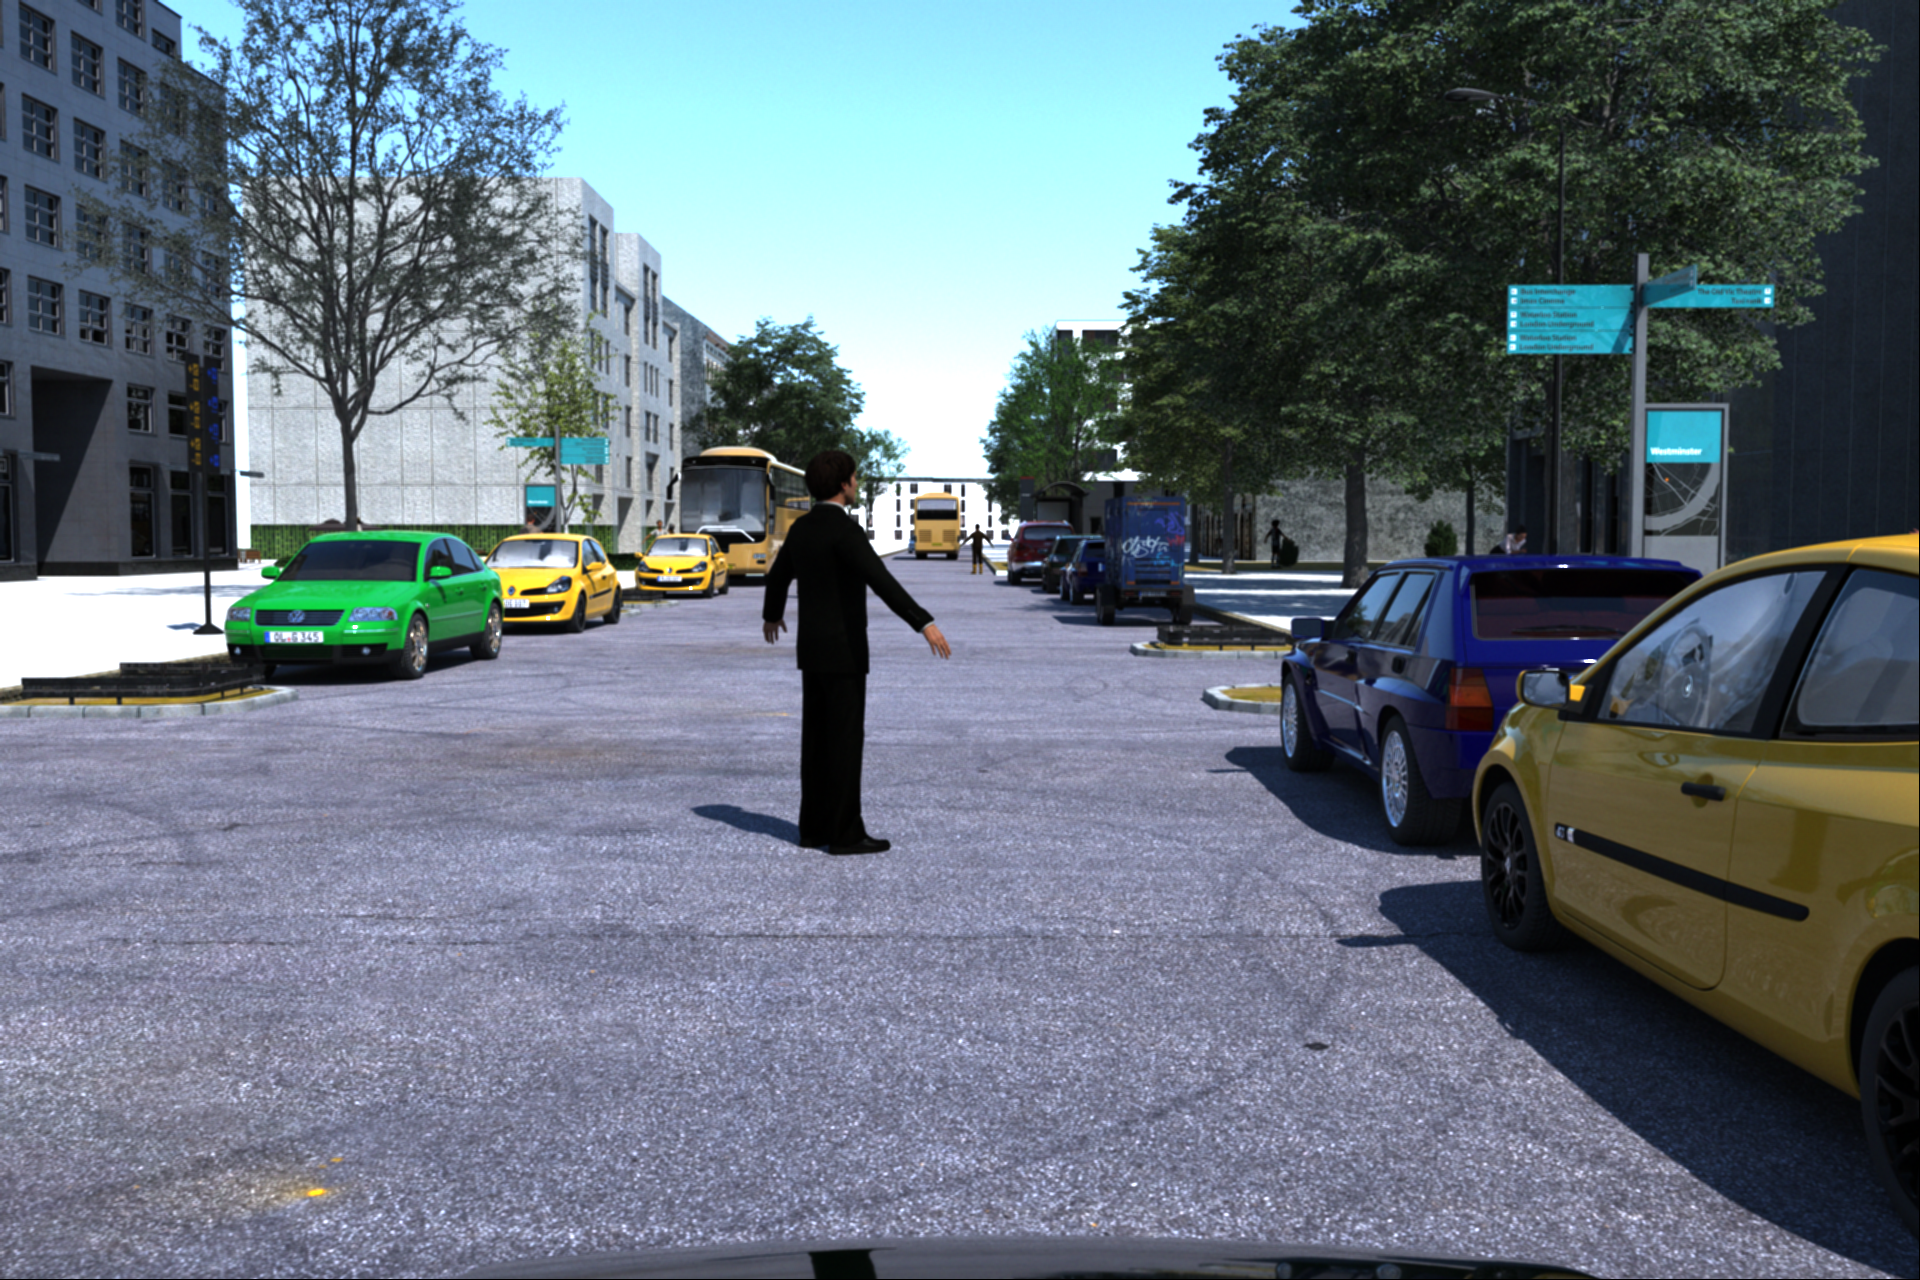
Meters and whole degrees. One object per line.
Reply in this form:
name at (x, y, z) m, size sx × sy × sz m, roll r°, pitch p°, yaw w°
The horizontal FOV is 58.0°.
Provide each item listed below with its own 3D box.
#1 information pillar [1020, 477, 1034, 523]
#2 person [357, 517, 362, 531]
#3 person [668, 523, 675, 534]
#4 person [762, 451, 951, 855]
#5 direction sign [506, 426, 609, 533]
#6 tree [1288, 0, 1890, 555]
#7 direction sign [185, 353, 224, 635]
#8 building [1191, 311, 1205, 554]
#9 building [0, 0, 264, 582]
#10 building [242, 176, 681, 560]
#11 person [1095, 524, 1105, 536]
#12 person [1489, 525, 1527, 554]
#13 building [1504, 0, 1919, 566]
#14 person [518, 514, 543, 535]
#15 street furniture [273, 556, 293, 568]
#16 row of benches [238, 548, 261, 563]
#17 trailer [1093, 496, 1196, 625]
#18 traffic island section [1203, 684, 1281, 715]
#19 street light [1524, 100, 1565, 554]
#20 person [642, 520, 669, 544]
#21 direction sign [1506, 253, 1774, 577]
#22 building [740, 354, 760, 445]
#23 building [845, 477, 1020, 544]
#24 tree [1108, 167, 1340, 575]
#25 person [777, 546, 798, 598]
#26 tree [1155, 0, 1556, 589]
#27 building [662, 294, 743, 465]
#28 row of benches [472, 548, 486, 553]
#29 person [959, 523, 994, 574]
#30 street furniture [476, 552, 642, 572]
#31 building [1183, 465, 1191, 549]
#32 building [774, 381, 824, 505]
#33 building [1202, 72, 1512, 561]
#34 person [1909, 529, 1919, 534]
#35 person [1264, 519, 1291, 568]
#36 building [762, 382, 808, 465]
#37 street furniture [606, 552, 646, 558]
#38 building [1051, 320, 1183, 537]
information pillar at (3.037, -5.455, 78.569) m, size 0.750 × 3.857 × 0.750 m, roll 0°, pitch 4°, yaw 0°
person at (-18.807, -2.929, 53.970) m, size 0.704 × 1.819 × 1.344 m, roll -2°, pitch 4°, yaw -25°
person at (-15.048, -5.186, 90.557) m, size 0.705 × 1.858 × 1.354 m, roll 0°, pitch 4°, yaw 2°
person at (-0.550, 0.048, 7.856) m, size 0.705 × 1.806 × 1.347 m, roll -3°, pitch 5°, yaw -40°
direction sign at (-9.907, -3.336, 43.312) m, size 2.525 × 3.948 × 1.411 m, roll 0°, pitch 4°, yaw 0°
tree at (9.366, -7.332, 26.528) m, size 9.857 × 13.997 × 8.962 m, roll 0°, pitch 3°, yaw 0°
direction sign at (-9.639, -1.842, 22.115) m, size 0.379 × 3.537 × 0.876 m, roll 0°, pitch 3°, yaw 0°
building at (25.091, -17.006, 108.972) m, size 19.493 × 23.208 × 18.063 m, roll 0°, pitch 4°, yaw 0°
building at (-30.331, -14.128, 49.406) m, size 11.959 × 24.771 × 22.079 m, roll 0°, pitch 3°, yaw 0°
building at (-27.183, -14.390, 101.737) m, size 16.747 × 18.905 × 31.486 m, roll 0°, pitch 4°, yaw 0°
person at (7.636, -5.362, 93.803) m, size 0.705 × 1.813 × 1.348 m, roll -3°, pitch 5°, yaw -41°
person at (9.197, -1.207, 28.974) m, size 0.799 × 1.438 × 0.628 m, roll 3°, pitch 5°, yaw 39°
building at (25.241, -14.266, 50.506) m, size 12.078 × 24.872 × 19.932 m, roll 0°, pitch 4°, yaw 0°
person at (-10.354, -2.151, 41.749) m, size 0.617 × 1.759 × 0.750 m, roll -1°, pitch 4°, yaw -12°
street furniture at (-22.865, -3.189, 67.770) m, size 5.734 × 0.657 × 10.072 m, roll 1°, pitch 4°, yaw 10°
row of benches at (-32.395, -3.830, 78.082) m, size 1.422 × 0.672 × 4.104 m, roll -3°, pitch 4°, yaw -37°
trailer at (2.905, -1.295, 28.217) m, size 1.471 × 1.999 × 3.904 m, roll 0°, pitch 4°, yaw -1°
traffic island section at (3.090, 0.506, 14.594) m, size 1.991 × 0.108 × 1.994 m, roll 0°, pitch 4°, yaw 0°
street light at (6.828, -2.794, 18.221) m, size 1.470 × 5.913 × 1.316 m, roll 0°, pitch 4°, yaw 0°
person at (-9.867, -3.073, 57.012) m, size 1.217 × 1.739 × 0.721 m, roll -1°, pitch 4°, yaw -14°
direction sign at (6.484, -1.669, 16.053) m, size 2.525 × 3.948 × 1.411 m, roll 0°, pitch 4°, yaw 1°
building at (-26.839, -19.671, 178.033) m, size 16.016 × 20.090 × 11.380 m, roll 0°, pitch 4°, yaw 0°
building at (-4.552, -18.954, 254.507) m, size 28.070 × 9.664 × 9.099 m, roll 0°, pitch 4°, yaw -8°
tree at (8.315, -8.306, 53.923) m, size 7.486 × 12.596 × 7.792 m, roll 0°, pitch 3°, yaw 0°
person at (-3.462, -1.876, 38.906) m, size 1.354 × 1.856 × 0.705 m, roll 0°, pitch 4°, yaw 4°
tree at (9.259, -8.170, 40.242) m, size 9.857 × 13.997 × 8.962 m, roll 0°, pitch 3°, yaw 0°
building at (-27.952, -18.708, 136.800) m, size 19.493 × 23.208 × 18.063 m, roll 0°, pitch 4°, yaw 1°
row of benches at (-21.889, -3.792, 77.458) m, size 4.104 × 0.672 × 1.422 m, roll 0°, pitch 4°, yaw -1°
person at (0.612, -3.272, 62.097) m, size 1.346 × 1.812 × 0.704 m, roll -1°, pitch 4°, yaw -21°
street furniture at (-12.474, -2.830, 61.903) m, size 10.072 × 0.657 × 5.734 m, roll 0°, pitch 4°, yaw 2°
building at (23.915, -11.992, 138.217) m, size 9.099 × 9.664 × 28.070 m, roll 0°, pitch 4°, yaw 0°
building at (-27.251, -23.786, 219.823) m, size 19.493 × 23.208 × 18.063 m, roll 0°, pitch 4°, yaw 0°
building at (23.171, -15.846, 90.004) m, size 19.493 × 23.208 × 18.063 m, roll 0°, pitch 4°, yaw 0°
person at (13.489, -1.105, 23.972) m, size 0.599 × 1.838 × 0.709 m, roll 0°, pitch 4°, yaw -2°
person at (11.835, -3.587, 64.784) m, size 0.704 × 1.843 × 1.345 m, roll -2°, pitch 4°, yaw -35°
building at (-27.815, -22.676, 201.688) m, size 19.493 × 23.208 × 18.063 m, roll 0°, pitch 4°, yaw 0°
street furniture at (-15.487, -3.500, 72.848) m, size 5.734 × 0.657 × 10.072 m, roll 1°, pitch 4°, yaw 10°
building at (23.300, -20.667, 181.885) m, size 27.936 × 21.610 × 32.646 m, roll 0°, pitch 4°, yaw 0°
